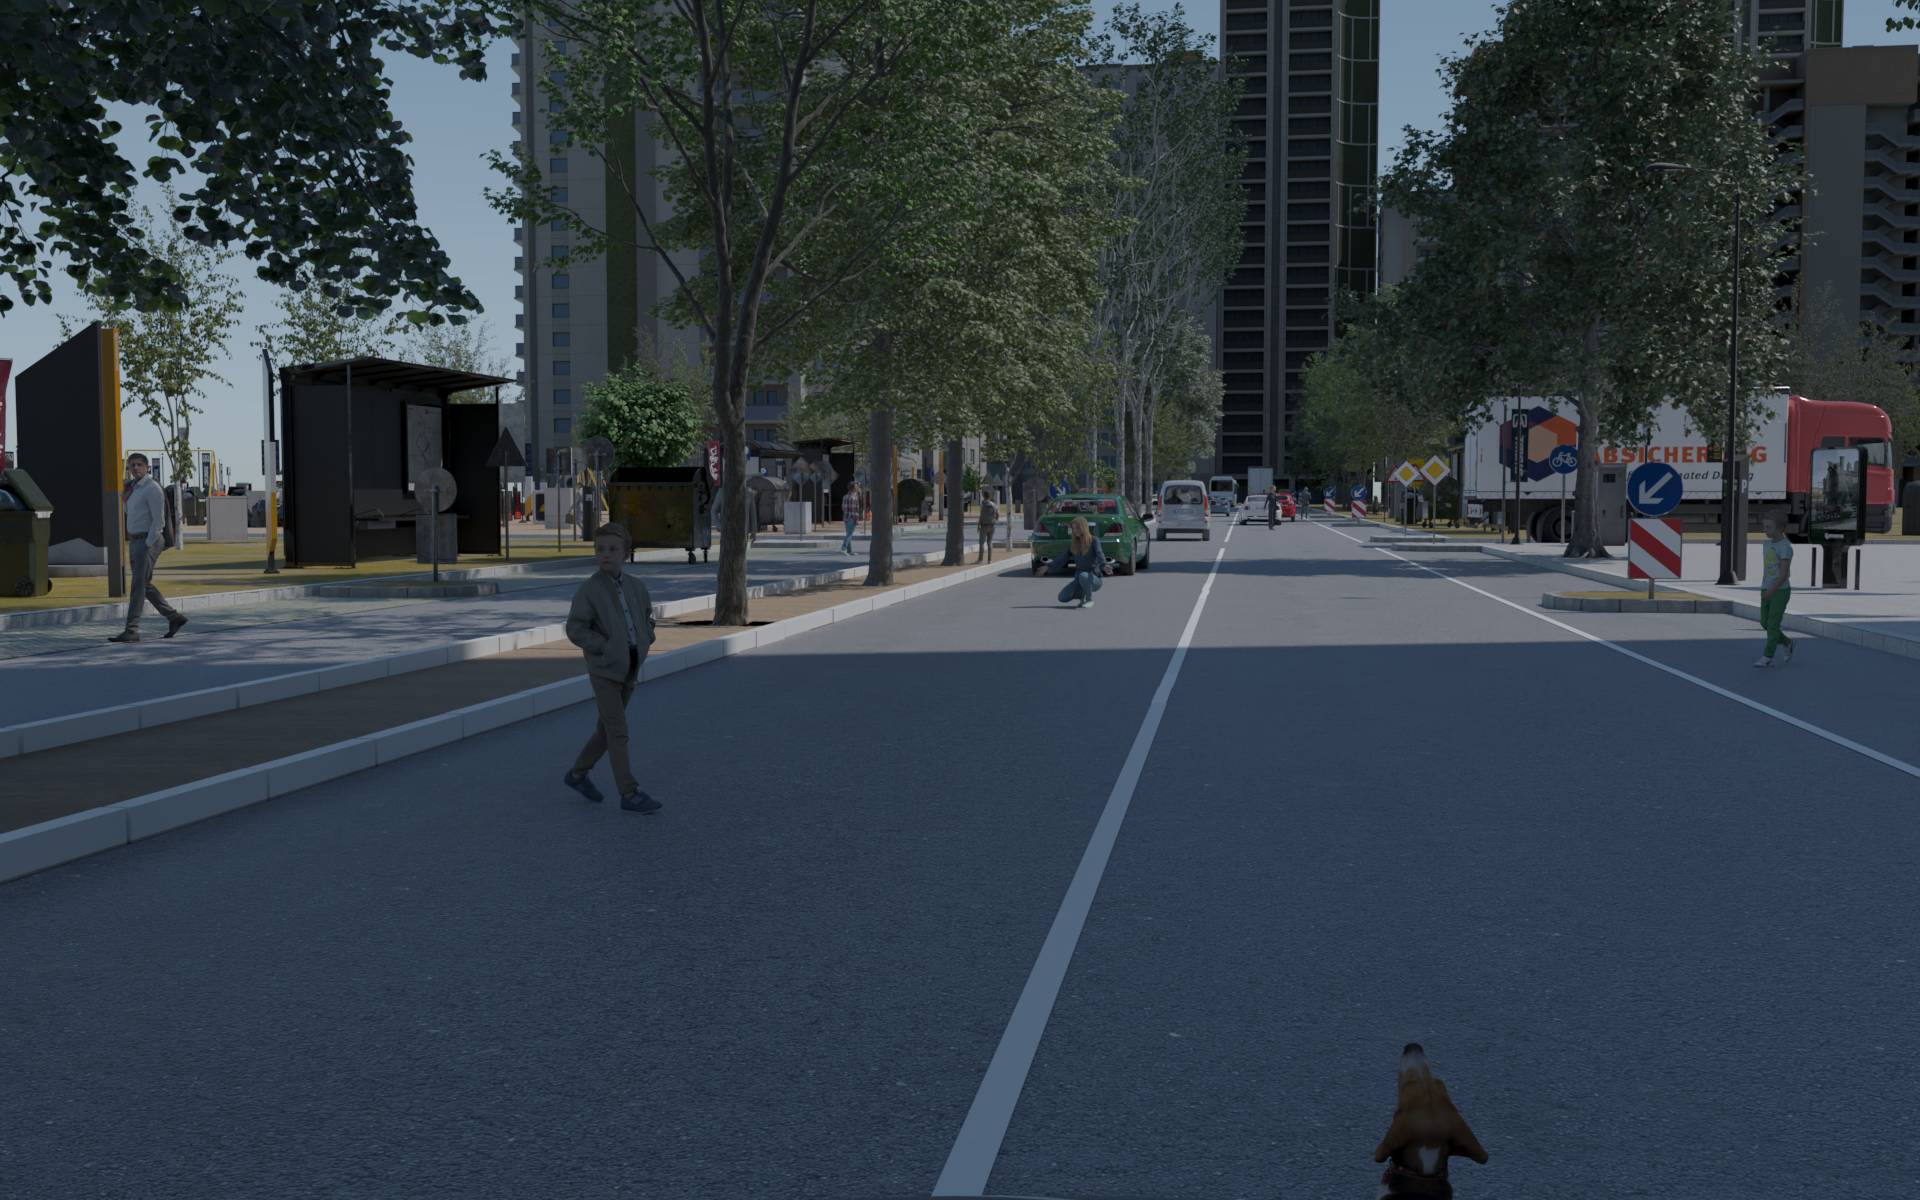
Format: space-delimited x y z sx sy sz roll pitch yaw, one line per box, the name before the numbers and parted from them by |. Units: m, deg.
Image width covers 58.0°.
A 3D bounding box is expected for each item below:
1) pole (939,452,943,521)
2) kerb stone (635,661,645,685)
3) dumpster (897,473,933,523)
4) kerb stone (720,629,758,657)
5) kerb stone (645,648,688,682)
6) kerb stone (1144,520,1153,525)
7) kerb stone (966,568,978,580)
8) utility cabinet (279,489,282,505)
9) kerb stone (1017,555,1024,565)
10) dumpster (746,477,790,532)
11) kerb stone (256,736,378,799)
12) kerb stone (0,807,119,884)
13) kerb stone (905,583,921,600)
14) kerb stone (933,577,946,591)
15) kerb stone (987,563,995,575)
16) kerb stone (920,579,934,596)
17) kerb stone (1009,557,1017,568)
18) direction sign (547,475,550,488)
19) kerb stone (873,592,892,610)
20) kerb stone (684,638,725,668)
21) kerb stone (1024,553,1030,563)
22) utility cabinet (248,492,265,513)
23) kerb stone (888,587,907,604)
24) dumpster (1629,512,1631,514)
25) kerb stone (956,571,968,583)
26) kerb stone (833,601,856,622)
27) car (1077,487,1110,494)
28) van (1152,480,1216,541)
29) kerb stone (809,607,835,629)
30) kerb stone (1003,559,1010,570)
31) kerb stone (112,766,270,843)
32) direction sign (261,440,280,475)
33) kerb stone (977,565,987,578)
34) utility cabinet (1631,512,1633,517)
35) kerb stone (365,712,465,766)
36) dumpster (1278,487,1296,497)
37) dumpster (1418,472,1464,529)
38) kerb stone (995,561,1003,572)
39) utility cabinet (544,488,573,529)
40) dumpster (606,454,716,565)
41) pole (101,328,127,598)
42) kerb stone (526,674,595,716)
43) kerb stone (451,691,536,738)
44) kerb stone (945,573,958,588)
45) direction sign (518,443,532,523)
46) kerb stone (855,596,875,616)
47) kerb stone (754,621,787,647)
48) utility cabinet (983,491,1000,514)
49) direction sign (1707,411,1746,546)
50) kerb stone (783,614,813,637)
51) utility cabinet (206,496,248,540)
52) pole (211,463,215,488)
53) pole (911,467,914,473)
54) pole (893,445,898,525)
pole | -0.915 -5.474 83.337 0.158 3.312 0.155 0 3 0
kerb stone | -2.553 0.584 12.665 0.120 0.150 1.000 1 4 9
dumpster | -2.120 -4.627 78.141 1.502 2.255 1.985 1 4 9
kerb stone | -2.049 0.398 15.690 0.120 0.150 1.000 1 4 9
kerb stone | -2.382 0.521 13.673 0.120 0.150 1.000 1 4 9
kerb stone | 9.042 -3.719 83.048 0.120 0.150 1.000 1 4 9
kerb stone | 0.117 -0.406 28.833 0.120 0.150 1.000 1 4 9
utility cabinet | -39.194 -5.591 100.087 0.318 1.500 1.173 -2 4 -34
kerb stone | 1.115 -0.777 34.906 0.120 0.150 1.000 1 4 9
dumpster | -6.613 -3.254 58.969 1.264 1.857 1.865 1 4 10
kerb stone | -3.215 0.836 8.623 0.120 0.150 1.000 1 4 9
kerb stone | -3.550 0.955 6.600 0.120 0.150 1.000 1 4 9
kerb stone | -0.716 -0.097 23.786 0.120 0.150 1.000 1 4 9
kerb stone | -0.386 -0.221 25.803 0.120 0.150 1.000 1 4 9
kerb stone | 0.449 -0.528 30.853 0.120 0.150 1.000 1 4 9
kerb stone | -0.549 -0.159 24.794 0.120 0.150 1.000 1 4 9
kerb stone | 0.949 -0.710 33.894 0.120 0.150 1.000 1 4 9
direction sign | -31.847 -8.687 134.024 0.379 3.537 0.876 -2 4 -25
kerb stone | -1.046 0.029 21.768 0.120 0.150 1.000 1 4 9
kerb stone | -2.217 0.460 14.681 0.120 0.150 1.000 1 4 9
kerb stone | 1.287 -0.839 35.914 0.120 0.150 1.000 1 4 9
utility cabinet | -44.231 -6.148 109.204 1.173 1.500 0.318 -1 4 -10
kerb stone | -0.890 -0.036 22.779 0.120 0.150 1.000 1 4 9
dumpster | 20.340 -3.183 54.534 1.502 2.255 1.985 1 4 9
kerb stone | -0.057 -0.341 27.821 0.120 0.150 1.000 1 4 9
kerb stone | -1.380 0.150 19.745 0.120 0.150 1.000 1 4 9
car | 7.545 -5.497 98.555 2.281 1.827 5.304 1 4 11
van | 7.024 -2.893 54.308 2.013 2.044 4.112 1 4 8
kerb stone | -1.556 0.216 18.736 0.120 0.150 1.000 1 4 9
kerb stone | 0.782 -0.653 32.876 0.120 0.150 1.000 1 4 9
kerb stone | -3.380 0.895 7.615 0.120 0.150 1.000 1 4 9
direction sign | -28.655 -4.896 72.048 0.876 3.537 0.379 1 4 17
kerb stone | 0.285 -0.468 29.842 0.120 0.150 1.000 1 4 9
utility cabinet | 25.635 -3.455 65.170 1.173 1.500 0.318 2 4 34
kerb stone | -3.047 0.774 9.634 0.120 0.150 1.000 1 4 9
dumpster | 36.715 -11.601 194.624 1.985 2.255 1.502 1 4 9
dumpster | 18.109 -3.838 65.245 1.502 2.255 1.985 1 4 9
kerb stone | 0.617 -0.588 31.866 0.120 0.150 1.000 1 4 9
utility cabinet | -14.477 -3.306 62.732 1.173 1.500 0.318 2 4 26
dumpster | -6.126 -1.866 35.465 1.985 2.255 1.502 1 4 10
pole | -10.471 -1.687 21.429 0.158 3.312 0.155 0 3 0
kerb stone | -2.718 0.645 11.651 0.120 0.150 1.000 1 4 9
kerb stone | -2.882 0.709 10.643 0.120 0.150 1.000 1 4 9
kerb stone | -0.217 -0.276 26.811 0.120 0.150 1.000 1 4 9
direction sign | -19.508 -5.208 77.145 0.876 3.537 0.379 0 4 -2
kerb stone | -1.218 0.088 20.760 0.120 0.150 1.000 1 4 9
kerb stone | -1.877 0.336 16.697 0.120 0.150 1.000 1 4 9
utility cabinet | 2.061 -6.362 112.695 1.173 1.500 0.318 3 5 44
direction sign | 18.999 -3.118 42.981 0.876 3.537 0.379 1 4 20
kerb stone | -1.715 0.274 17.716 0.120 0.150 1.000 1 4 9
utility cabinet | -20.457 -2.273 48.332 1.020 1.237 0.306 -3 5 -39
pole | -49.128 -7.345 113.934 0.158 3.312 0.155 0 3 0
pole | -3.538 -8.320 129.870 0.158 3.312 0.155 0 3 0
pole | -2.706 -4.790 72.164 0.158 3.312 0.155 0 3 0
